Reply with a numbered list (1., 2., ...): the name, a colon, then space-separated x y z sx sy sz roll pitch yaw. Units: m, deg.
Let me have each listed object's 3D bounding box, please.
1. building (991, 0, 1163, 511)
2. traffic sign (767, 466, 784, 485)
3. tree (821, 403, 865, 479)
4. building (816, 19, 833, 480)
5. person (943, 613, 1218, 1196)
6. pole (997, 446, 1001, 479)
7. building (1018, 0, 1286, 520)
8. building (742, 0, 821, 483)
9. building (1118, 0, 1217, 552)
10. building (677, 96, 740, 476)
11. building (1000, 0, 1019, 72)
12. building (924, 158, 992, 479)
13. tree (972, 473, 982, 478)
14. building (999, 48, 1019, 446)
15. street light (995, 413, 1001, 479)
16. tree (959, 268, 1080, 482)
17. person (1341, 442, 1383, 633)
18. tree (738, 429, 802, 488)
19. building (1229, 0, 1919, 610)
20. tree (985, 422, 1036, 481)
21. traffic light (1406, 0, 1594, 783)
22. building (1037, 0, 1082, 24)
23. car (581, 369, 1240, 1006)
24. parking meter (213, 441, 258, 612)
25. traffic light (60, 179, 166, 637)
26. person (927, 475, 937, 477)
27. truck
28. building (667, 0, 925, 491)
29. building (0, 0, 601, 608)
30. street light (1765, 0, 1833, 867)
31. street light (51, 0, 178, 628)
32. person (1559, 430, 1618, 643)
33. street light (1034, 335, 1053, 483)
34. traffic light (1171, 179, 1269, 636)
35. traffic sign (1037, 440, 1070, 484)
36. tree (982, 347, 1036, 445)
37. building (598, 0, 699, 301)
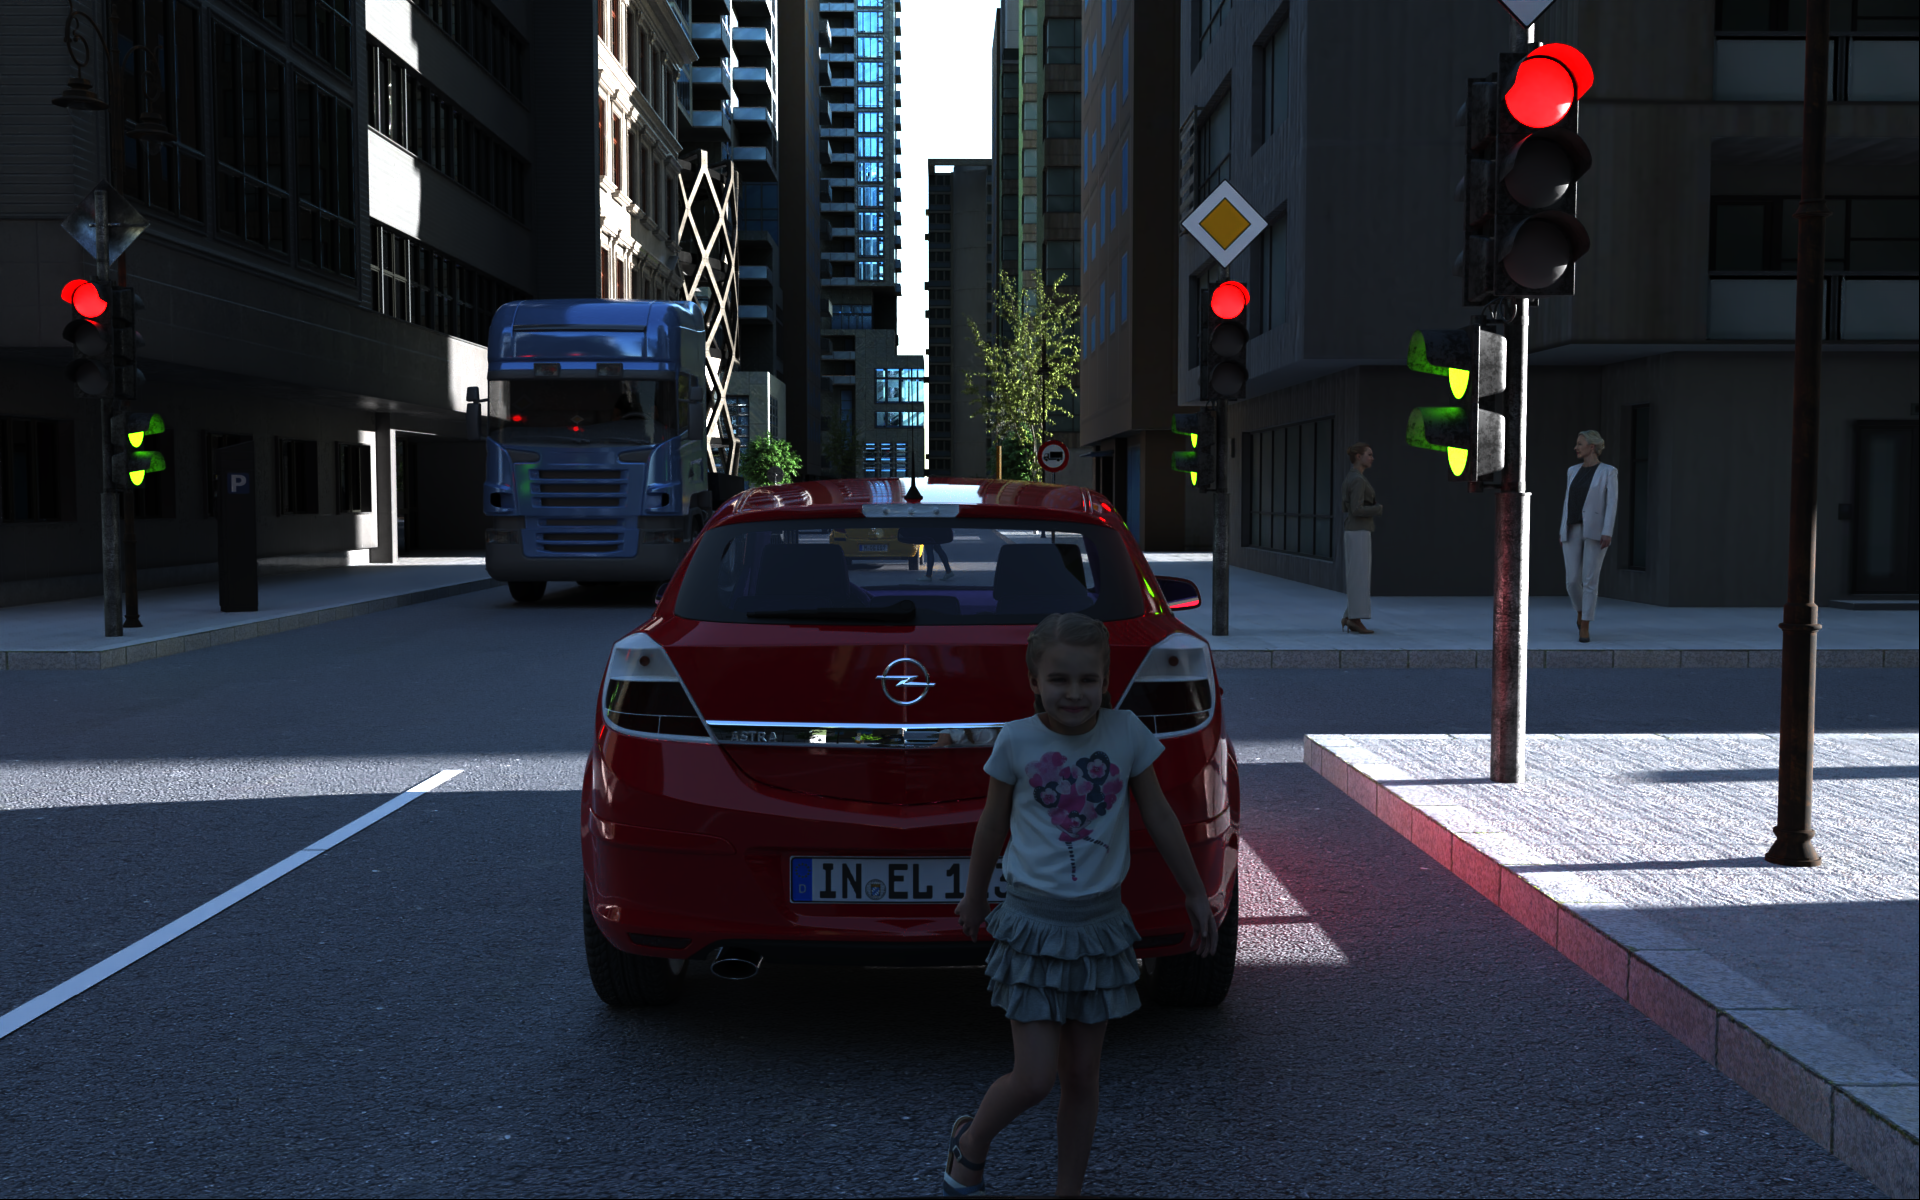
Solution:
1. building: 10.001 -31.087 158.376 14.600 45.320 14.200 0 4 -1
2. traffic sign: -8.413 -4.818 78.876 0.768 2.556 0.104 0 4 0
3. tree: -9.515 -11.555 139.286 4.737 8.622 4.395 0 3 0
4. building: -26.878 -32.658 153.574 30.456 49.044 23.786 0 4 -1
5. person: 0.230 0.622 3.339 0.505 1.210 0.382 -1 4 -10
6. pole: 1.646 -4.855 73.220 0.158 3.312 0.155 0 3 0
7. building: 10.367 -25.547 101.292 14.154 41.232 14.086 0 4 -1
8. building: -17.759 -29.231 128.034 14.600 45.320 14.200 0 4 -1
9. building: 10.585 -24.085 43.898 14.600 45.320 14.200 0 4 -1
10. building: -18.322 -12.750 75.910 16.820 18.784 16.811 0 4 -1
11. building: 13.672 -36.370 136.647 21.231 58.520 28.212 0 4 -1
12. building: 8.111 -30.521 190.905 23.993 40.220 32.217 0 4 -1
13. tree: 1.465 -10.189 161.190 1.663 3.219 1.824 0 3 0
14. building: 9.590 -21.075 116.278 14.160 30.474 14.107 0 4 -1
15. street light: 1.913 -7.195 90.421 0.468 5.910 1.993 0 4 -1
16. tree: 2.221 -6.433 55.544 4.737 8.622 4.395 0 3 0
17. person: 3.706 -0.571 15.931 0.362 1.759 0.519 0 4 4
18. tree: -9.588 -6.314 86.947 4.285 4.588 4.351 0 3 0
19. building: 10.910 -20.801 23.683 14.086 41.232 14.154 0 4 -1
20. tree: 2.895 -5.717 77.180 4.285 4.588 4.351 0 3 0
21. traffic light: 2.432 -1.145 7.641 0.839 4.253 0.868 0 4 -1
22. building: 9.854 -18.028 66.457 14.160 30.474 14.107 0 4 -1
23. car: -0.130 0.166 6.330 2.155 1.783 4.494 0 3 0
24. parking meter: -7.903 -0.806 18.885 0.399 1.863 0.255 -2 4 -35
25. traffic light: -7.614 -1.626 15.503 0.839 4.253 0.868 0 4 -1
26. person: -0.405 -1.189 28.525 0.643 1.750 0.593 0 4 -2
27. truck: -4.788 -2.461 29.994 2.967 4.110 18.799 0 4 -1
28. building: -19.335 -53.334 184.674 31.000 86.520 22.319 0 4 -1
29. building: -16.279 -12.966 31.061 14.314 24.678 30.058 0 4 -1
30. street light: 2.907 -2.023 5.864 0.468 5.910 1.993 0 4 -1
31. street light: -7.982 -2.675 16.526 0.468 5.910 1.993 0 4 -1
32. person: 5.539 -0.571 15.263 0.514 1.842 0.818 2 4 29
33. street light: 2.441 -4.758 50.575 0.468 5.910 1.993 0 4 -1
34. traffic light: 2.347 -1.633 15.626 0.839 4.253 0.868 0 4 -1
35. traffic sign: 2.195 -2.483 40.710 0.768 2.556 0.104 0 4 8
36. tree: 3.177 -8.129 83.273 4.360 8.622 3.978 0 3 0
37. building: -15.762 -13.488 56.688 11.583 22.565 21.152 0 4 -1
